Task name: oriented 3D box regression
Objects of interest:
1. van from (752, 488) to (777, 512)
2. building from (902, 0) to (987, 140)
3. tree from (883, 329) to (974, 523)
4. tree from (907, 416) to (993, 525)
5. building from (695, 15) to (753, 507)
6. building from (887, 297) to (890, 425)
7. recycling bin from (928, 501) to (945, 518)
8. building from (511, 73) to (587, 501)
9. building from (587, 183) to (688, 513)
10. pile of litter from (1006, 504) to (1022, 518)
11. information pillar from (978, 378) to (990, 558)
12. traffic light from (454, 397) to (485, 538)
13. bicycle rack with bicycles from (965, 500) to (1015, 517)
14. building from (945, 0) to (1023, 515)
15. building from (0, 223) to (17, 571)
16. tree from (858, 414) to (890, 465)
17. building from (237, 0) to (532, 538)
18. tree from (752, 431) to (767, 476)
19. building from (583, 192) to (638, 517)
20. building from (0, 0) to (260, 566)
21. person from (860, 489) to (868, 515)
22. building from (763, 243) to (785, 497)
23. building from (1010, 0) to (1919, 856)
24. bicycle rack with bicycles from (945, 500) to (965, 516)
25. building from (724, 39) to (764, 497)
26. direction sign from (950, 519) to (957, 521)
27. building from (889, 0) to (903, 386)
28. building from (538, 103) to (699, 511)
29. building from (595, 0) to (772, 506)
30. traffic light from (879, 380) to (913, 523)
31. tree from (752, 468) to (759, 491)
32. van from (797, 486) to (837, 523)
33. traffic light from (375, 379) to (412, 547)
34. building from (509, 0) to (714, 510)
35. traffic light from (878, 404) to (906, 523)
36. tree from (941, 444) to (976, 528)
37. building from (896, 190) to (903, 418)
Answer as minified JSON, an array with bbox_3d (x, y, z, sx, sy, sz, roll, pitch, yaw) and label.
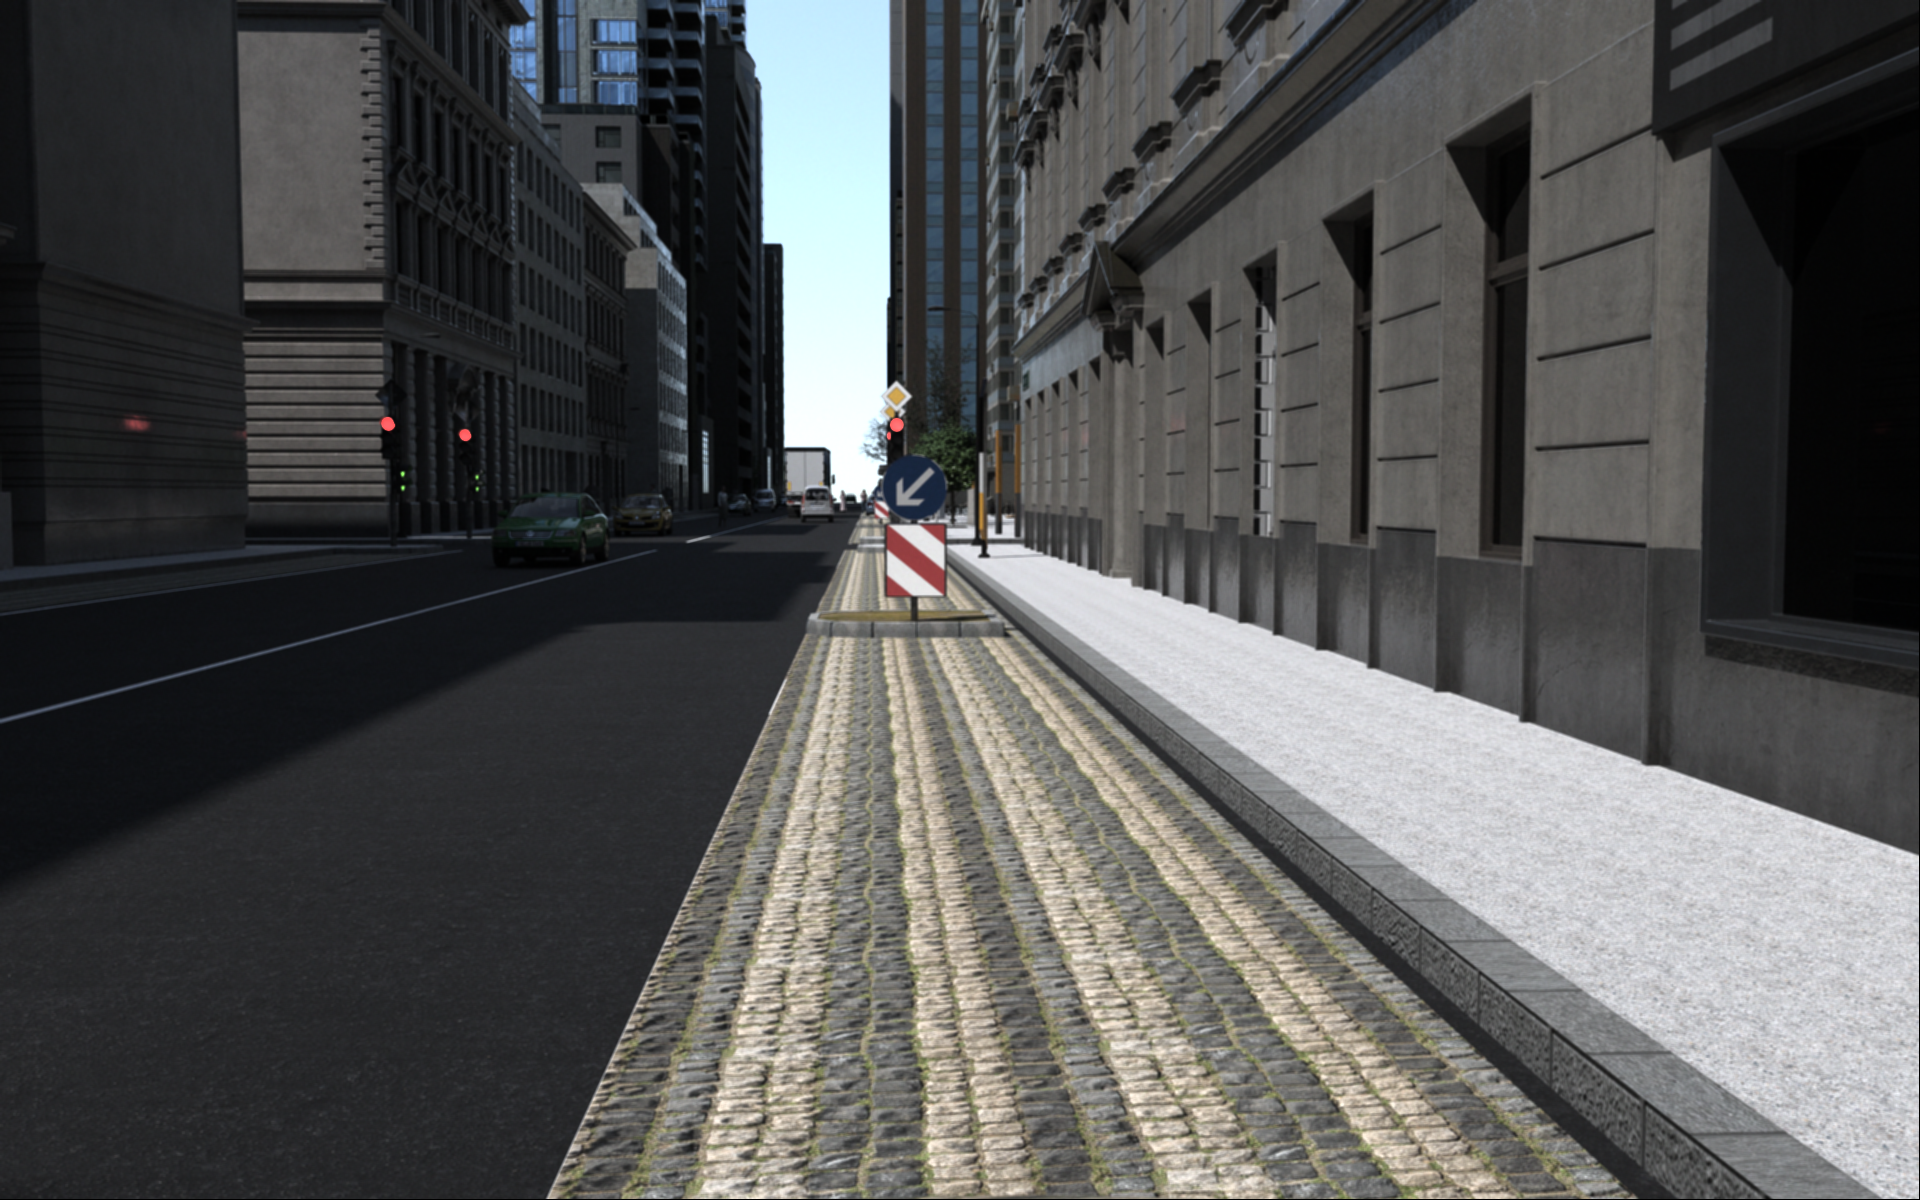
[{"bbox_3d":[-15.521,-7.986,137.580,2.013,2.044,4.112,0,4,-4],"label":"van"},{"bbox_3d":[2.472,-29.844,138.067,14.600,45.320,14.200,0,4,-3],"label":"building"},{"bbox_3d":[-1.179,-7.782,77.604,4.360,8.622,3.978,0,3,0],"label":"tree"},{"bbox_3d":[-0.237,-5.471,73.164,4.285,4.588,4.351,0,3,0],"label":"tree"},{"bbox_3d":[-33.146,-34.030,180.100,21.300,48.544,21.600,0,4,-3],"label":"building"},{"bbox_3d":[-3.706,-29.497,253.974,14.160,30.474,14.107,0,4,-3],"label":"building"},{"bbox_3d":[-1.264,-4.898,92.631,0.722,1.027,0.722,2,4,26],"label":"recycling bin"},{"bbox_3d":[-23.470,-13.635,77.691,10.420,20.320,16.860,0,4,-3],"label":"building"},{"bbox_3d":[-24.261,-15.915,114.968,10.420,20.320,16.860,0,4,-3],"label":"building"},{"bbox_3d":[3.045,-4.796,92.371,1.176,0.858,1.719,-1,4,-8],"label":"pile of litter"},{"bbox_3d":[0.472,-2.660,34.846,0.183,3.616,0.504,1,4,11],"label":"information pillar"},{"bbox_3d":[-14.238,-3.748,50.207,0.839,4.253,0.868,0,4,-3],"label":"traffic light"},{"bbox_3d":[2.335,-5.264,99.443,2.852,0.926,2.925,-1,4,-23],"label":"bicycle rack with bicycles"},{"bbox_3d":[14.440,-25.851,114.539,32.217,40.220,23.993,0,4,-3],"label":"building"},{"bbox_3d":[-21.741,-14.055,17.186,14.401,28.519,23.554,0,4,-3],"label":"building"},{"bbox_3d":[-7.279,-18.404,211.272,12.009,13.543,11.850,0,3,0],"label":"tree"},{"bbox_3d":[-21.964,-14.068,58.889,11.050,23.489,19.941,0,4,-3],"label":"building"},{"bbox_3d":[-24.381,-15.322,200.883,4.360,8.622,3.978,0,3,0],"label":"tree"},{"bbox_3d":[-24.368,-14.136,95.745,10.561,19.102,19.286,0,4,-3],"label":"building"},{"bbox_3d":[-26.280,-12.138,34.612,21.152,22.565,11.583,0,4,-3],"label":"building"},{"bbox_3d":[-6.576,-6.791,120.125,0.593,1.750,0.643,-3,5,-42],"label":"person"},{"bbox_3d":[-35.265,-36.145,274.570,14.154,41.232,14.086,0,4,-3],"label":"building"},{"bbox_3d":[10.467,-14.955,20.935,17.030,29.872,44.131,0,4,-3],"label":"building"},{"bbox_3d":[-0.812,-5.339,100.666,2.925,0.926,2.852,-1,4,-11],"label":"bicycle rack with bicycles"},{"bbox_3d":[-36.704,-41.570,221.660,21.231,58.520,28.212,0,4,-3],"label":"building"},{"bbox_3d":[-0.324,-5.466,81.362,0.876,3.537,0.379,3,5,41],"label":"direction sign"},{"bbox_3d":[2.911,-39.483,187.541,21.231,58.520,28.212,0,4,-3],"label":"building"},{"bbox_3d":[-27.751,-22.021,131.740,14.160,30.474,14.107,0,4,-3],"label":"building"},{"bbox_3d":[-38.361,-57.354,250.411,22.319,86.520,31.000,0,4,-3],"label":"building"},{"bbox_3d":[-1.585,-3.300,42.873,0.839,4.253,0.868,0,4,-3],"label":"traffic light"},{"bbox_3d":[-24.110,-12.955,195.522,4.285,4.588,4.351,0,3,0],"label":"tree"},{"bbox_3d":[-7.284,-4.970,88.275,2.013,2.044,4.112,0,4,-5],"label":"van"},{"bbox_3d":[-13.829,-3.261,42.232,0.839,4.253,0.868,0,4,-3],"label":"traffic light"},{"bbox_3d":[-32.770,-51.354,152.314,22.319,86.520,31.000,0,4,-3],"label":"building"},{"bbox_3d":[-1.993,-3.788,50.848,0.839,4.253,0.868,0,4,-3],"label":"traffic light"},{"bbox_3d":[-0.335,-4.377,66.163,1.663,3.219,1.824,0,3,0],"label":"tree"},{"bbox_3d":[0.817,-24.185,167.118,14.160,30.474,14.107,0,4,-3],"label":"building"}]
